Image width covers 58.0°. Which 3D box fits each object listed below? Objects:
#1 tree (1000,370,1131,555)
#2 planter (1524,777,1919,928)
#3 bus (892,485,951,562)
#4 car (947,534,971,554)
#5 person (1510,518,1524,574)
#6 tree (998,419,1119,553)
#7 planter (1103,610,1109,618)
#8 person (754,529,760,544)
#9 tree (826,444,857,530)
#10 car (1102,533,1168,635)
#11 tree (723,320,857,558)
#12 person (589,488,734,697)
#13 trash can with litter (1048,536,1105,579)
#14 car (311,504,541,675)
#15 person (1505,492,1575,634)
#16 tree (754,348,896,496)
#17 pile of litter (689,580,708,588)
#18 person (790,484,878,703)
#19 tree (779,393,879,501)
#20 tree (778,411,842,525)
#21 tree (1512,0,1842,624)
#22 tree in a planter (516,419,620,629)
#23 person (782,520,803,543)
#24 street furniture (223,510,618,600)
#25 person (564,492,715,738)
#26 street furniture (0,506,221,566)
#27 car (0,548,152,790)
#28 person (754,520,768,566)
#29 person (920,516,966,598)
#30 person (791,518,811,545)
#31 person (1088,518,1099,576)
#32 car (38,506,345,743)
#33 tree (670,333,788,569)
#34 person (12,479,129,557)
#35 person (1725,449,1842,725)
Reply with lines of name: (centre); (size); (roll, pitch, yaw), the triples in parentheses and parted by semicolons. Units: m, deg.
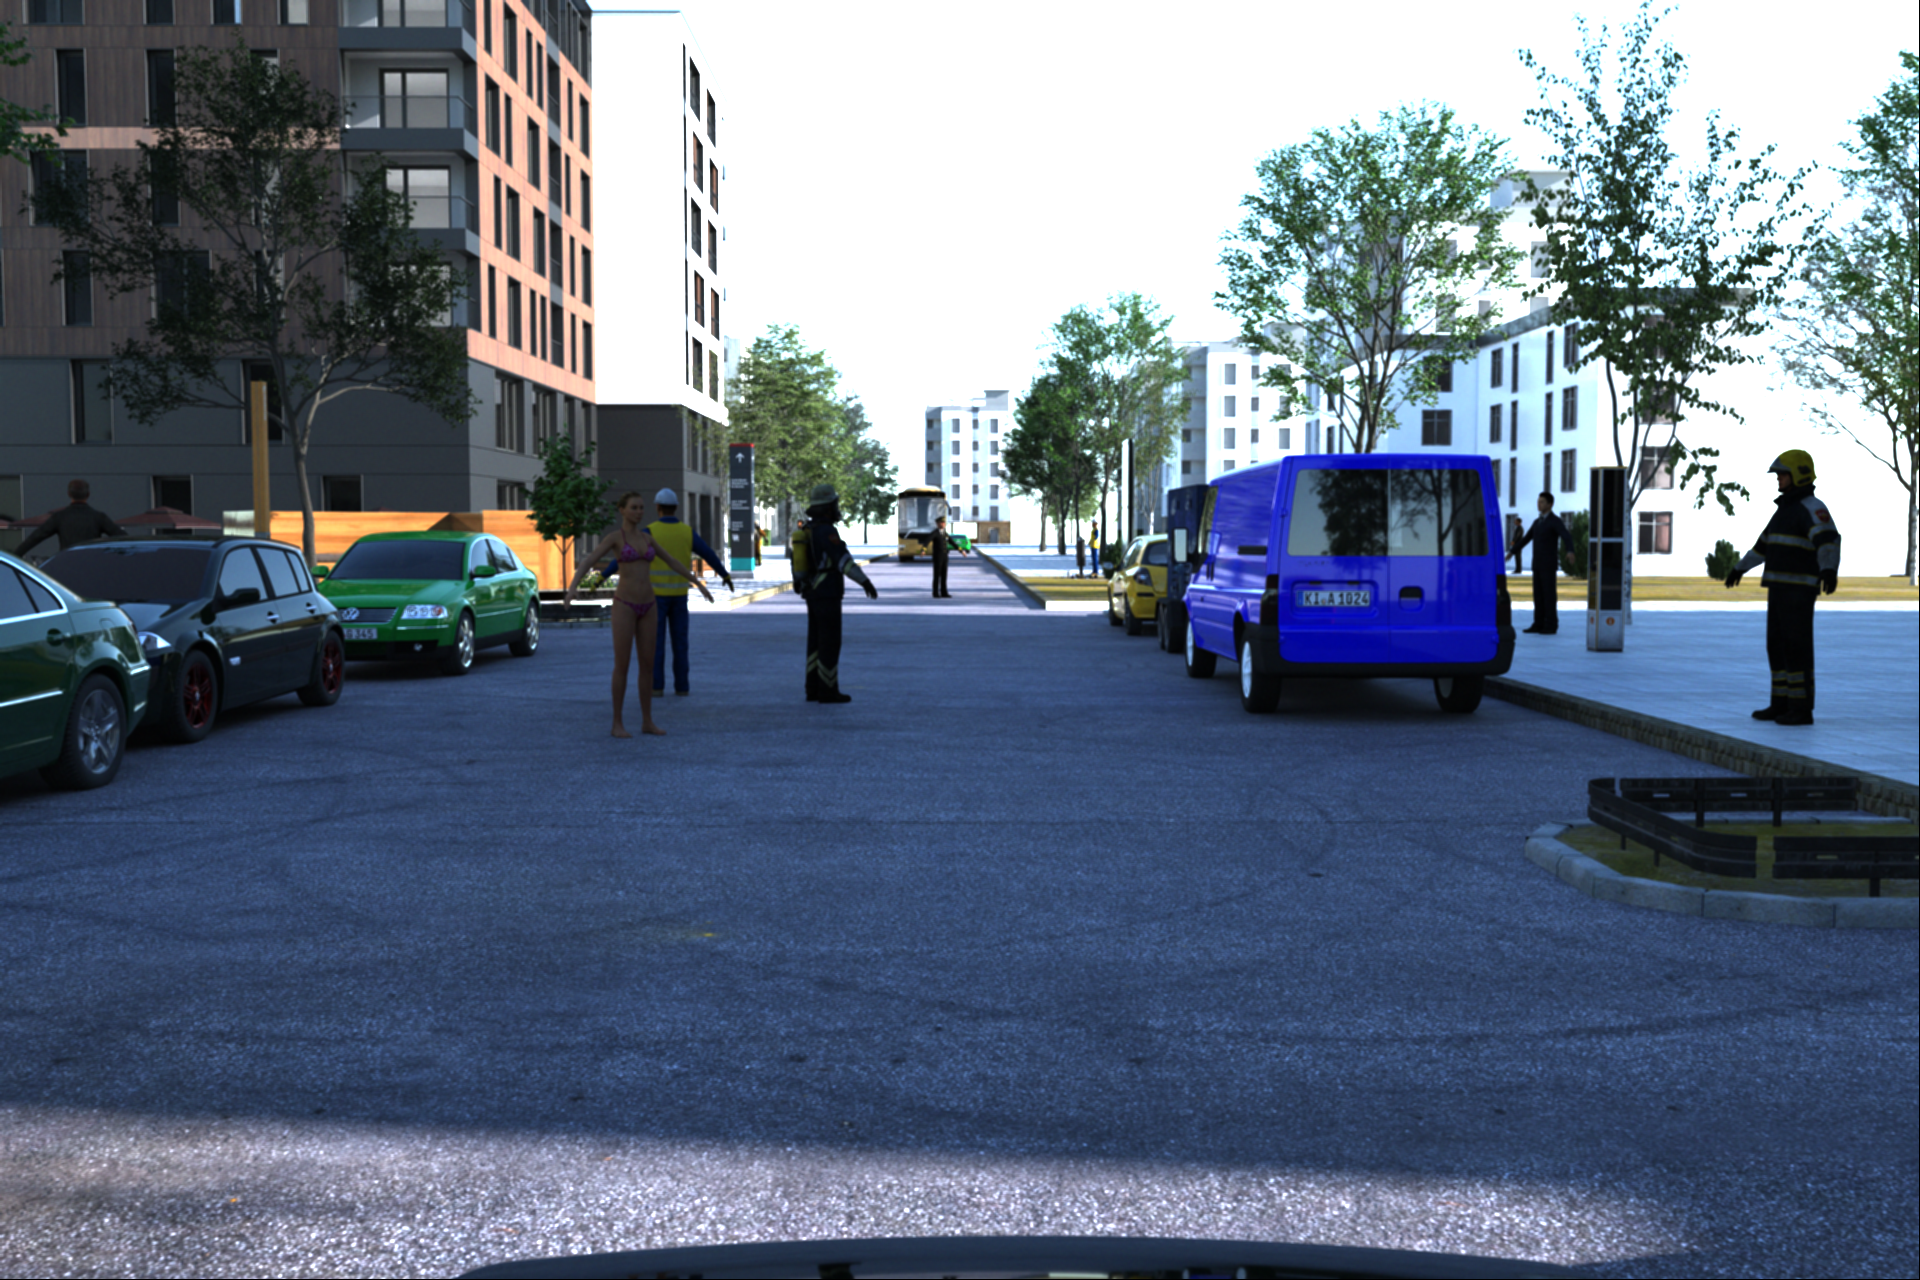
tree: (6.476, -11.023, 105.989); (9.928, 11.665, 9.643); (0, 3, 0)
planter: (3.494, 0.847, 7.286); (1.991, 0.319, 1.994); (0, 4, 1)
bus: (-1.942, -6.098, 91.241); (2.896, 3.916, 12.252); (0, 4, -1)
car: (-0.177, -7.327, 128.588); (1.959, 1.807, 4.718); (0, 4, -1)
person: (18.125, -3.064, 56.318); (0.704, 1.802, 1.346); (2, 4, 28)
tree: (6.680, -11.041, 114.926); (8.767, 10.594, 7.601); (0, 4, 3)
planter: (3.506, -0.551, 30.145); (1.991, 0.319, 1.994); (0, 4, 1)
person: (-7.776, -3.548, 64.132); (0.705, 1.813, 1.348); (2, 4, 29)
tree: (-9.614, -11.254, 134.365); (4.737, 8.622, 4.395); (0, 3, 0)
car: (3.186, -0.959, 25.903); (2.015, 1.641, 3.980); (0, 4, 0)
tree: (-9.579, -10.671, 92.593); (7.486, 12.596, 7.792); (0, 3, 0)
person: (-2.607, -0.424, 15.364); (1.349, 1.833, 0.705); (-2, 4, -30)
trash can with litter: (3.420, -2.383, 50.012); (1.678, 1.210, 2.233); (0, 4, 0)
car: (-5.887, -0.622, 18.958); (1.959, 1.807, 4.718); (0, 4, 0)
person: (7.510, -0.995, 22.311); (0.704, 1.823, 1.345); (-1, 4, -19)
tree: (-9.323, -12.433, 113.642); (12.009, 13.543, 11.850); (0, 3, 0)
pile of litter: (-6.718, -1.722, 42.112); (1.176, 0.858, 1.719); (0, 4, -1)
person: (-1.138, -0.401, 14.788); (0.705, 1.856, 1.354); (-2, 4, -33)
tree: (-9.750, -12.320, 127.194); (9.928, 11.665, 9.643); (0, 3, 0)
tree: (-8.935, -9.158, 100.092); (4.360, 8.622, 3.978); (0, 3, 0)
tree: (9.525, -4.514, 24.170); (4.737, 8.622, 4.395); (0, 3, 0)
tree in a planter: (-6.217, -1.830, 27.139); (1.991, 3.239, 1.994); (0, 3, 0)
person: (-5.911, -3.527, 63.861); (1.347, 1.806, 0.705); (1, 4, 12)
street furniture: (-10.494, -1.752, 35.495); (9.812, 1.723, 11.010); (-3, 5, -40)
person: (-2.271, -0.184, 12.267); (1.217, 1.733, 0.721); (-3, 5, -43)
street furniture: (-32.312, -2.052, 38.575); (27.439, 1.986, 14.083); (0, 4, 2)
car: (-5.748, 0.208, 8.405); (2.131, 1.459, 4.920); (0, 4, 0)
person: (-8.126, -3.870, 69.038); (1.354, 1.858, 0.705); (2, 4, 35)
person: (-0.420, -1.867, 38.911); (1.347, 1.837, 0.705); (-3, 5, -42)
person: (-5.236, -3.316, 60.077); (1.347, 1.847, 0.705); (-3, 4, -36)
person: (4.066, -2.864, 53.290); (0.721, 1.772, 1.216); (0, 4, -3)
car: (-6.081, -0.202, 13.094); (2.009, 1.686, 4.222); (0, 4, 0)
tree: (-8.980, -6.968, 64.296); (4.360, 8.622, 3.978); (0, 3, 0)
person: (-8.432, -0.639, 16.624); (1.348, 1.807, 0.705); (-2, 4, -23)
person: (5.620, -0.366, 11.754); (0.704, 1.858, 1.351); (0, 4, -2)
